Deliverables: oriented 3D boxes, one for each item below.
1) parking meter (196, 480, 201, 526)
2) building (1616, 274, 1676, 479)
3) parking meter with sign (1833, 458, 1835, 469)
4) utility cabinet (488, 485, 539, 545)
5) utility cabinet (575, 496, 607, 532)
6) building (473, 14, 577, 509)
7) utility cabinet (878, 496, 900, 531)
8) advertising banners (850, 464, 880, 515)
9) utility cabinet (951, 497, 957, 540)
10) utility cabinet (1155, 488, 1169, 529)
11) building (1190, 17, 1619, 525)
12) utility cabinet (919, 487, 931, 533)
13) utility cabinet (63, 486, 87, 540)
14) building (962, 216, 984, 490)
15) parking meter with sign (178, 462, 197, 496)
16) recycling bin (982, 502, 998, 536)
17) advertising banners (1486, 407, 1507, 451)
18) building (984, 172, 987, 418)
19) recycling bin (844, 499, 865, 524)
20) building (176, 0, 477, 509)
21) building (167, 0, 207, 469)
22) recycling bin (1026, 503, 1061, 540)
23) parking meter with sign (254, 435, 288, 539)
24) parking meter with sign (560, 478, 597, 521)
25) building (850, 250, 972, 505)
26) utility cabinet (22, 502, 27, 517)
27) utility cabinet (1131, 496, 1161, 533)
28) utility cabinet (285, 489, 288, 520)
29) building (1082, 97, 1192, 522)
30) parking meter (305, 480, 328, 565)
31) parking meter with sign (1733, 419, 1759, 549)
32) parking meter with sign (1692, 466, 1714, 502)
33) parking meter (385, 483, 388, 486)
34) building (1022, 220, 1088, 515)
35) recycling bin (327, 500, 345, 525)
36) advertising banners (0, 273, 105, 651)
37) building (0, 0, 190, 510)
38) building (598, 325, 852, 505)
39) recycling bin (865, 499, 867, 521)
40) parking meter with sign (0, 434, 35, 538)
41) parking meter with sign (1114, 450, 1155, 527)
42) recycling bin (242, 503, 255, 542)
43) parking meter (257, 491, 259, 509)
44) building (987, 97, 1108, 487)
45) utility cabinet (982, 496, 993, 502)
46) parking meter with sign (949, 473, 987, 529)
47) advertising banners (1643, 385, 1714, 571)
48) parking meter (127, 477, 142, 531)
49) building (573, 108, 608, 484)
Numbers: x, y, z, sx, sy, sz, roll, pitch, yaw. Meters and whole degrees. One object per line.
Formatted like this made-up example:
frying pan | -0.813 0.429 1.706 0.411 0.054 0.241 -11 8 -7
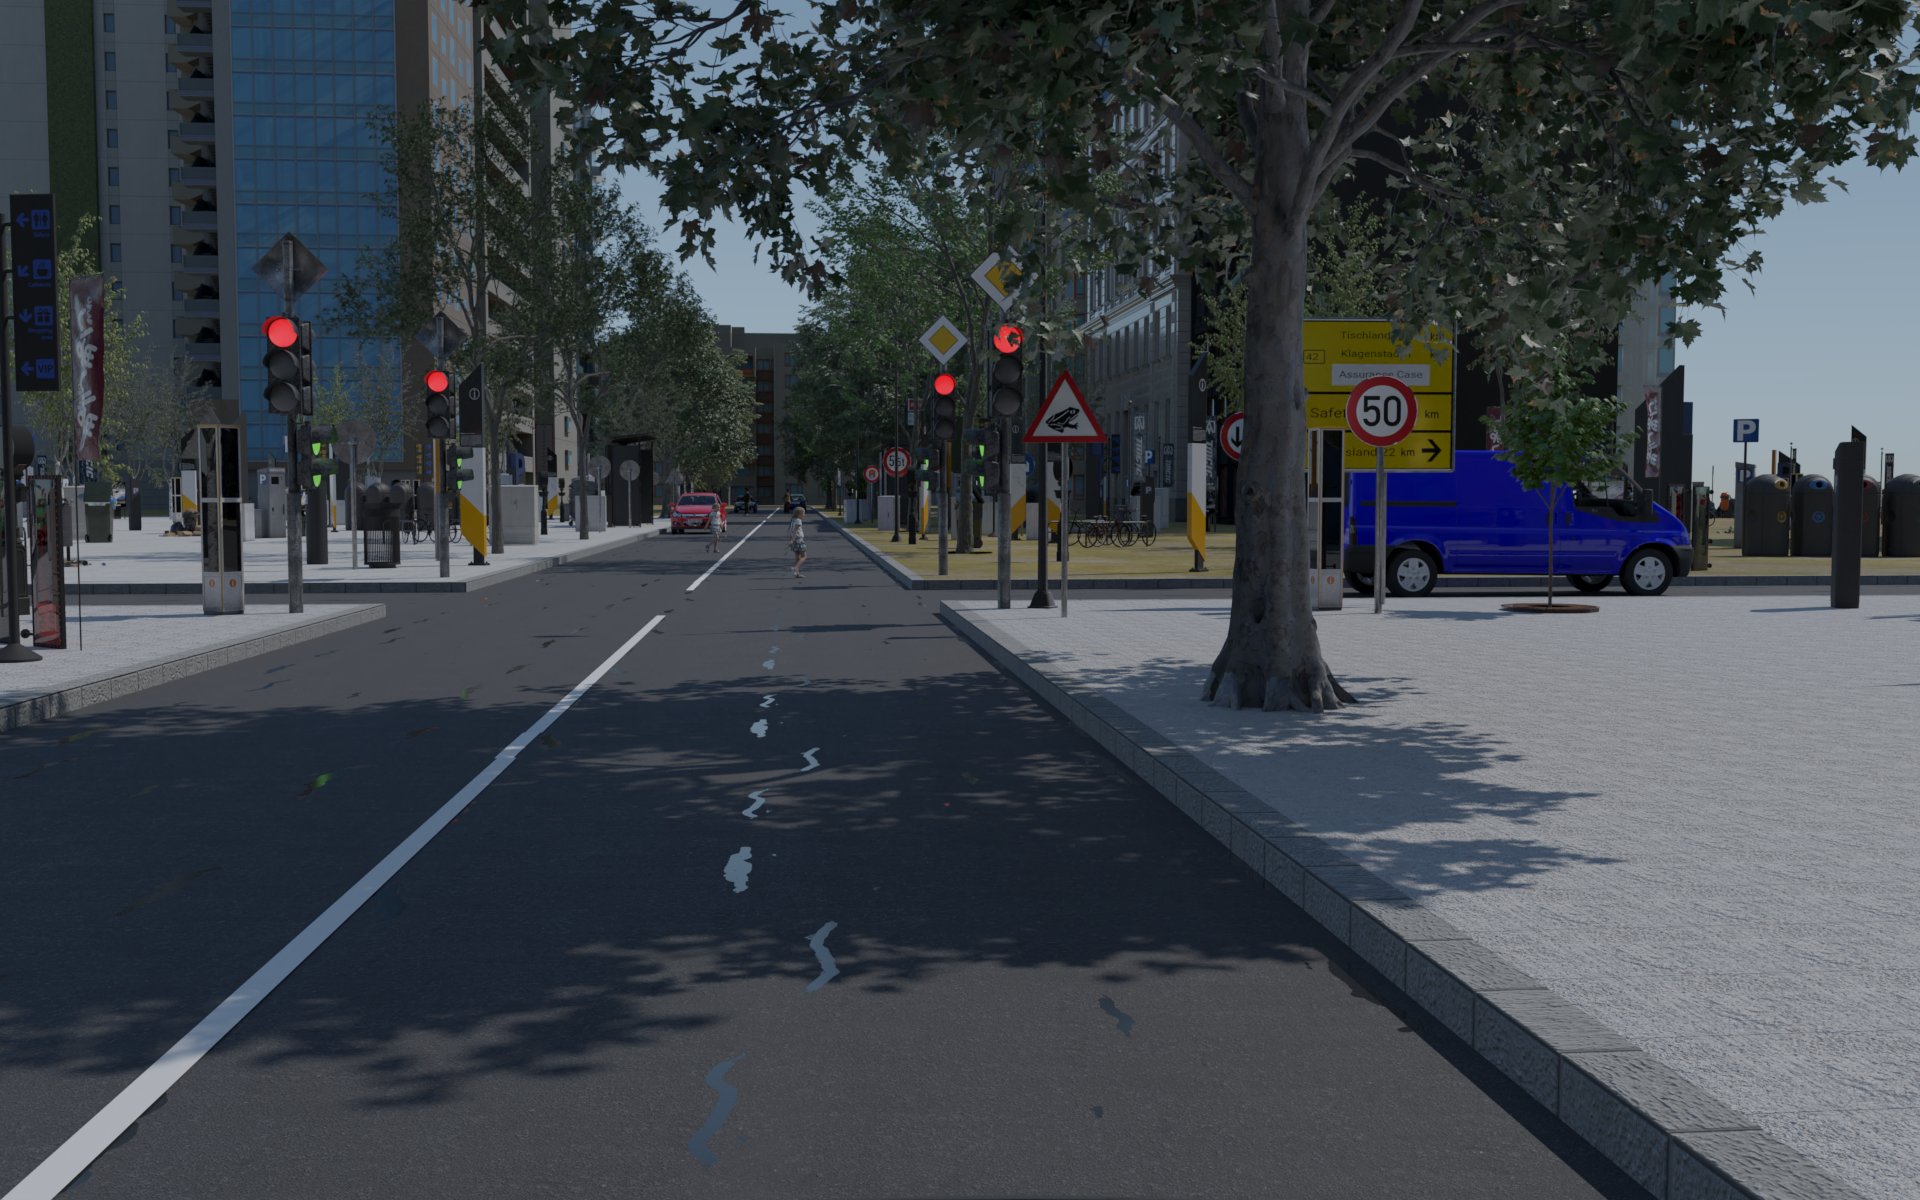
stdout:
parking meter | -31.050 -3.966 70.549 0.399 1.863 0.255 1 4 13
building | 48.018 -32.881 157.218 30.456 49.044 23.786 0 4 -5
parking meter with sign | 42.798 -5.307 83.025 0.543 3.016 1.738 -2 4 -33
utility cabinet | -11.139 -2.112 43.213 1.173 1.500 0.318 0 4 6
utility cabinet | -13.325 -3.145 62.575 1.020 1.237 0.306 1 4 11
building | -45.383 -32.179 149.825 21.600 48.544 21.300 0 4 -5
utility cabinet | -2.518 -3.054 61.087 0.306 1.237 1.020 -3 4 -36
advertising banners | -5.311 -6.182 97.265 2.074 3.025 0.090 -2 4 -25
utility cabinet | -0.042 -2.273 48.317 0.306 1.237 1.020 1 4 9
utility cabinet | 7.207 -3.357 63.571 0.318 1.500 1.173 -2 4 -27
building | 17.242 -14.723 70.403 12.332 23.373 15.834 0 4 -5
utility cabinet | -1.137 -2.949 56.894 0.318 1.500 1.173 0 4 3
utility cabinet | -24.580 -2.388 47.720 1.173 1.500 0.318 -2 4 -34
building | 12.021 -32.171 217.872 23.993 40.220 32.217 0 4 -5
parking meter with sign | -42.286 -6.093 95.879 1.738 3.016 0.543 -1 4 -19
recycling bin | 0.776 -2.519 53.739 0.722 1.027 0.722 -2 4 -26
advertising banners | 10.071 -2.351 34.634 2.074 3.025 0.090 -1 4 -17
building | 8.964 -29.042 158.424 14.154 41.232 14.086 0 4 -5
recycling bin | -4.615 -3.813 74.894 0.722 1.027 0.722 -1 4 -12
building | -38.145 -27.908 106.411 14.600 45.320 14.200 0 4 -5
building | -43.200 -30.612 124.200 21.300 48.544 21.600 0 4 -5
recycling bin | 2.334 -2.188 48.327 0.722 1.027 0.722 -3 5 -41
parking meter with sign | -20.051 -3.310 50.380 0.543 3.016 1.738 1 4 23
parking meter with sign | -17.901 -5.208 81.405 1.738 3.016 0.543 -2 4 -30
building | -6.057 -26.631 207.118 14.107 30.474 14.160 0 4 -5
utility cabinet | -50.933 -5.233 94.233 0.318 1.500 1.173 1 4 16
utility cabinet | 6.112 -2.801 56.959 1.020 1.237 0.306 -2 4 -31
utility cabinet | -32.398 -4.570 83.398 1.173 1.500 0.318 1 4 9
building | 14.250 -17.936 90.520 12.463 27.353 25.104 0 4 -5
parking meter | -11.725 -1.416 31.561 0.372 1.533 0.369 0 3 0
parking meter with sign | 18.577 -2.730 40.897 0.543 3.016 1.738 2 4 27
parking meter with sign | 45.346 -6.739 106.447 1.738 3.016 0.543 1 4 23
parking meter | -30.881 -5.332 92.881 0.399 1.863 0.255 1 4 10
building | 19.291 -17.029 123.456 27.650 21.520 28.899 0 4 -5
recycling bin | -25.783 -3.615 71.658 0.722 1.027 0.722 -2 4 -24
advertising banners | -7.620 -1.113 14.383 2.074 3.025 0.090 2 4 35
building | -70.932 -37.019 147.256 28.212 58.520 21.231 0 4 -5
building | -28.139 -22.469 212.411 28.899 21.520 27.650 0 4 -5
recycling bin | -4.822 -4.229 81.697 0.722 1.027 0.722 1 4 21
parking meter with sign | -27.889 -3.335 50.795 1.738 3.016 0.543 2 4 28
parking meter with sign | 6.804 -4.370 67.705 1.738 3.016 0.543 -3 5 -39
recycling bin | -19.576 -2.099 46.866 0.722 1.027 0.722 0 4 -2
parking meter | -34.550 -4.725 85.664 0.372 1.533 0.369 0 3 0
building | 9.913 -30.215 144.124 14.600 45.320 14.200 0 4 -5
utility cabinet | 0.568 -2.837 57.540 1.020 1.237 0.306 1 4 16
parking meter with sign | 0.148 -4.172 64.479 1.738 3.016 0.543 0 4 -1
advertising banners | 11.770 -1.972 28.422 2.074 3.025 0.090 -3 4 -36
parking meter | -28.959 -3.369 60.795 0.255 1.863 0.399 3 5 42
building | -57.448 -35.884 206.309 30.456 49.044 23.786 0 4 -5
